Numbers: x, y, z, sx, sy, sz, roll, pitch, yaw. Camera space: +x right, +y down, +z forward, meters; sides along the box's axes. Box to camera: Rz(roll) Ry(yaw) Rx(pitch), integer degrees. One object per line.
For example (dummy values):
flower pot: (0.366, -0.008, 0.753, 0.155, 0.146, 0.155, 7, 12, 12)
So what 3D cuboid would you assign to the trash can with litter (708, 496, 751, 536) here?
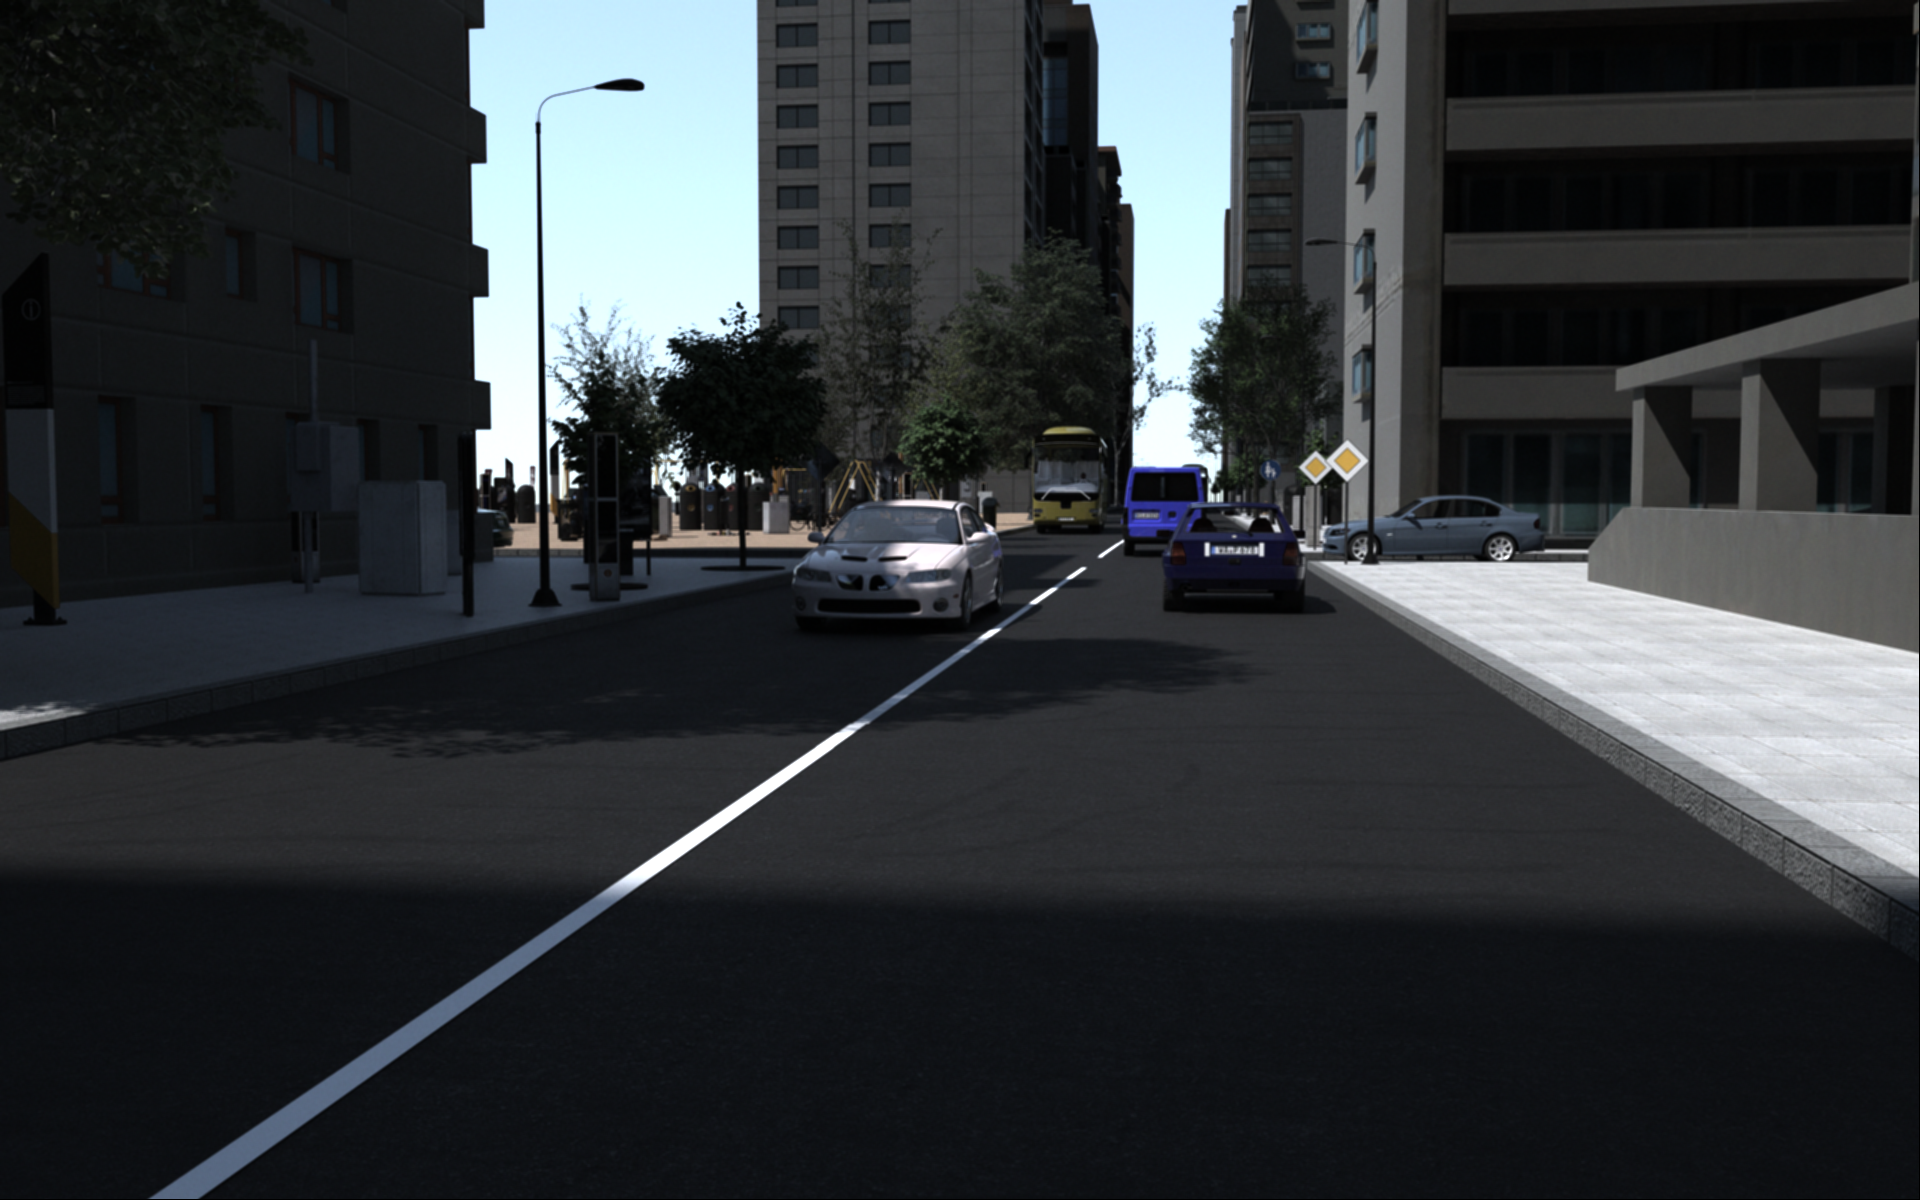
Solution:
trash can with litter: (-7.102, -2.641, 54.237, 1.678, 1.210, 2.233, 1, 4, 20)

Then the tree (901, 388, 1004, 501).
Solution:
tree: (-0.455, -4.275, 53.609, 4.285, 4.588, 4.351, 0, 3, 0)

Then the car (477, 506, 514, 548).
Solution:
car: (-12.514, -1.650, 38.778, 4.920, 1.459, 2.131, 0, 4, 6)

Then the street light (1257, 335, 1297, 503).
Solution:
street light: (9.481, -4.783, 50.737, 1.470, 5.913, 1.316, 0, 4, 8)

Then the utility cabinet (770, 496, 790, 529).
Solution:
utility cabinet: (-6.847, -3.252, 64.327, 1.020, 1.237, 0.306, 0, 4, 5)

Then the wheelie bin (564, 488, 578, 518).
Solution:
wheelie bin: (-20.207, -5.041, 90.324, 0.980, 1.594, 0.693, 3, 5, 39)

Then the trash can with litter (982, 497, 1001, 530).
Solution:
trash can with litter: (1.049, -3.043, 61.138, 0.624, 1.170, 1.055, 1, 4, 11)

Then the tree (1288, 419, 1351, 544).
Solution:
tree: (9.283, -3.070, 44.795, 1.663, 3.219, 1.824, 0, 3, 0)

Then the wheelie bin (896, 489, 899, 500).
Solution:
wheelie bin: (-3.500, -5.869, 103.859, 0.980, 1.594, 0.693, 0, 4, -7)

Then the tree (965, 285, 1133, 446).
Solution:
tree: (4.844, -11.448, 97.545, 12.009, 13.543, 11.850, 0, 3, 0)

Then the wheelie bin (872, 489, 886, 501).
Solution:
wheelie bin: (-5.417, -6.659, 116.777, 0.980, 1.594, 0.693, -3, 4, -36)

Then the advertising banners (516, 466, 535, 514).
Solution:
advertising banners: (-27.093, -6.835, 107.937, 2.074, 3.025, 0.090, 3, 5, 39)

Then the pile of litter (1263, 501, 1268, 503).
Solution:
pile of litter: (18.912, -5.679, 106.814, 1.719, 0.858, 1.176, 1, 4, 10)

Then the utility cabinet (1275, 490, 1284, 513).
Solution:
utility cabinet: (19.405, -5.815, 103.759, 1.173, 1.500, 0.318, 2, 4, 28)

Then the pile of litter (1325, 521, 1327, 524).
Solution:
pile of litter: (16.342, -3.718, 74.750, 1.719, 0.858, 1.176, -1, 4, -14)

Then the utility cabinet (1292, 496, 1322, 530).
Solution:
utility cabinet: (12.575, -3.154, 62.734, 1.020, 1.237, 0.306, 2, 4, 27)

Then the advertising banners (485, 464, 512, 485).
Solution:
advertising banners: (-26.880, -6.425, 101.236, 0.090, 3.025, 2.074, 2, 4, 27)

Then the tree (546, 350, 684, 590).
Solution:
tree: (-4.878, -1.768, 23.501, 1.663, 3.219, 1.824, 0, 3, 0)

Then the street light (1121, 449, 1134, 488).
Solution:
street light: (16.920, -12.586, 178.320, 1.470, 5.913, 1.316, 0, 4, 8)

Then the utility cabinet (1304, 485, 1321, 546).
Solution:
utility cabinet: (8.629, -2.066, 42.465, 0.318, 1.500, 1.173, 0, 4, 8)

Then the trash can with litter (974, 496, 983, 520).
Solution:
trash can with litter: (0.861, -4.590, 86.105, 1.678, 1.210, 2.233, -1, 4, -21)

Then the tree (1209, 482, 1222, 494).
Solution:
tree: (35.662, -15.182, 242.828, 1.663, 3.219, 1.824, 0, 3, 0)

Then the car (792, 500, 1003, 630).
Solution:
car: (-0.603, -0.460, 19.886, 2.083, 1.381, 4.827, 1, 4, 8)

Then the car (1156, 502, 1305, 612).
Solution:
car: (3.508, -0.601, 22.414, 1.945, 1.354, 3.894, 0, 4, 8)

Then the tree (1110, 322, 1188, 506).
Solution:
tree: (18.485, -20.413, 189.649, 12.611, 20.169, 13.585, 0, 3, 0)

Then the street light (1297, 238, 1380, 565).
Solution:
street light: (6.961, -3.608, 31.536, 1.470, 5.913, 1.316, 0, 4, 8)

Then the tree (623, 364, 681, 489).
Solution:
tree: (-16.920, -8.977, 97.136, 4.737, 8.622, 4.395, 0, 3, 0)

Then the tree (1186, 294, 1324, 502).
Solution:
tree: (15.404, -10.087, 90.672, 9.928, 11.665, 9.643, 0, 3, 0)

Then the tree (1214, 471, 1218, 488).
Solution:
tree: (30.575, -13.076, 197.499, 4.285, 4.588, 4.351, 0, 3, 0)

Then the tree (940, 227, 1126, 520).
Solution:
tree: (3.684, -10.891, 84.720, 9.857, 13.997, 8.962, 0, 3, 0)

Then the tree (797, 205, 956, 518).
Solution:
tree: (-2.126, -5.780, 44.857, 4.360, 8.622, 3.978, 0, 3, 0)

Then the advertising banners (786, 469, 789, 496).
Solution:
advertising banners: (-7.577, -4.893, 76.195, 0.090, 3.025, 2.074, 0, 4, -4)

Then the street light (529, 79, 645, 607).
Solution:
street light: (-4.219, -2.878, 19.597, 1.470, 5.913, 1.316, 0, 4, 8)

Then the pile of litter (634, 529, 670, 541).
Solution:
pile of litter: (-8.613, -2.078, 47.936, 1.176, 0.858, 1.719, 0, 4, 5)

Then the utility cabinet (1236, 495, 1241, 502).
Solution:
utility cabinet: (16.370, -5.547, 101.855, 0.306, 1.237, 1.020, 1, 4, 12)

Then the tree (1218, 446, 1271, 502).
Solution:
tree: (20.001, -8.252, 118.639, 4.285, 4.588, 4.351, 0, 3, 0)

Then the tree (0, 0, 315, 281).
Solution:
tree: (-6.381, -5.654, 10.567, 7.486, 12.596, 7.792, 0, 3, 0)

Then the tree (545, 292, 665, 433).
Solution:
tree: (-13.292, -6.967, 64.267, 4.360, 8.622, 3.978, 0, 3, 0)

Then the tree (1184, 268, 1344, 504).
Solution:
tree: (12.882, -8.438, 72.374, 8.767, 10.594, 7.601, 3, 5, 45)

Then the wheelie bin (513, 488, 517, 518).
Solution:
wheelie bin: (-23.919, -5.123, 91.671, 0.980, 1.594, 0.693, -3, 5, -44)

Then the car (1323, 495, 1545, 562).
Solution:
car: (9.918, -1.494, 36.437, 4.499, 1.417, 2.014, 0, 4, 6)

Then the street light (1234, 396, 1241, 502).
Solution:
street light: (13.610, -6.701, 82.104, 1.470, 5.913, 1.316, 0, 4, 8)

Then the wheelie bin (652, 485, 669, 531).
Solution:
wheelie bin: (-10.271, -3.111, 58.770, 0.693, 1.594, 0.980, 1, 4, 12)

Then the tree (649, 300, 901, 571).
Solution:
tree: (-3.703, -2.804, 29.557, 4.285, 4.588, 4.351, 0, 3, 0)

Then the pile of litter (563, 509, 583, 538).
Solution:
pile of litter: (-10.885, -2.213, 50.147, 1.176, 0.858, 1.719, 3, 5, 44)

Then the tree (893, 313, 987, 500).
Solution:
tree: (-0.809, -7.373, 70.909, 4.737, 8.622, 4.395, 0, 3, 0)
